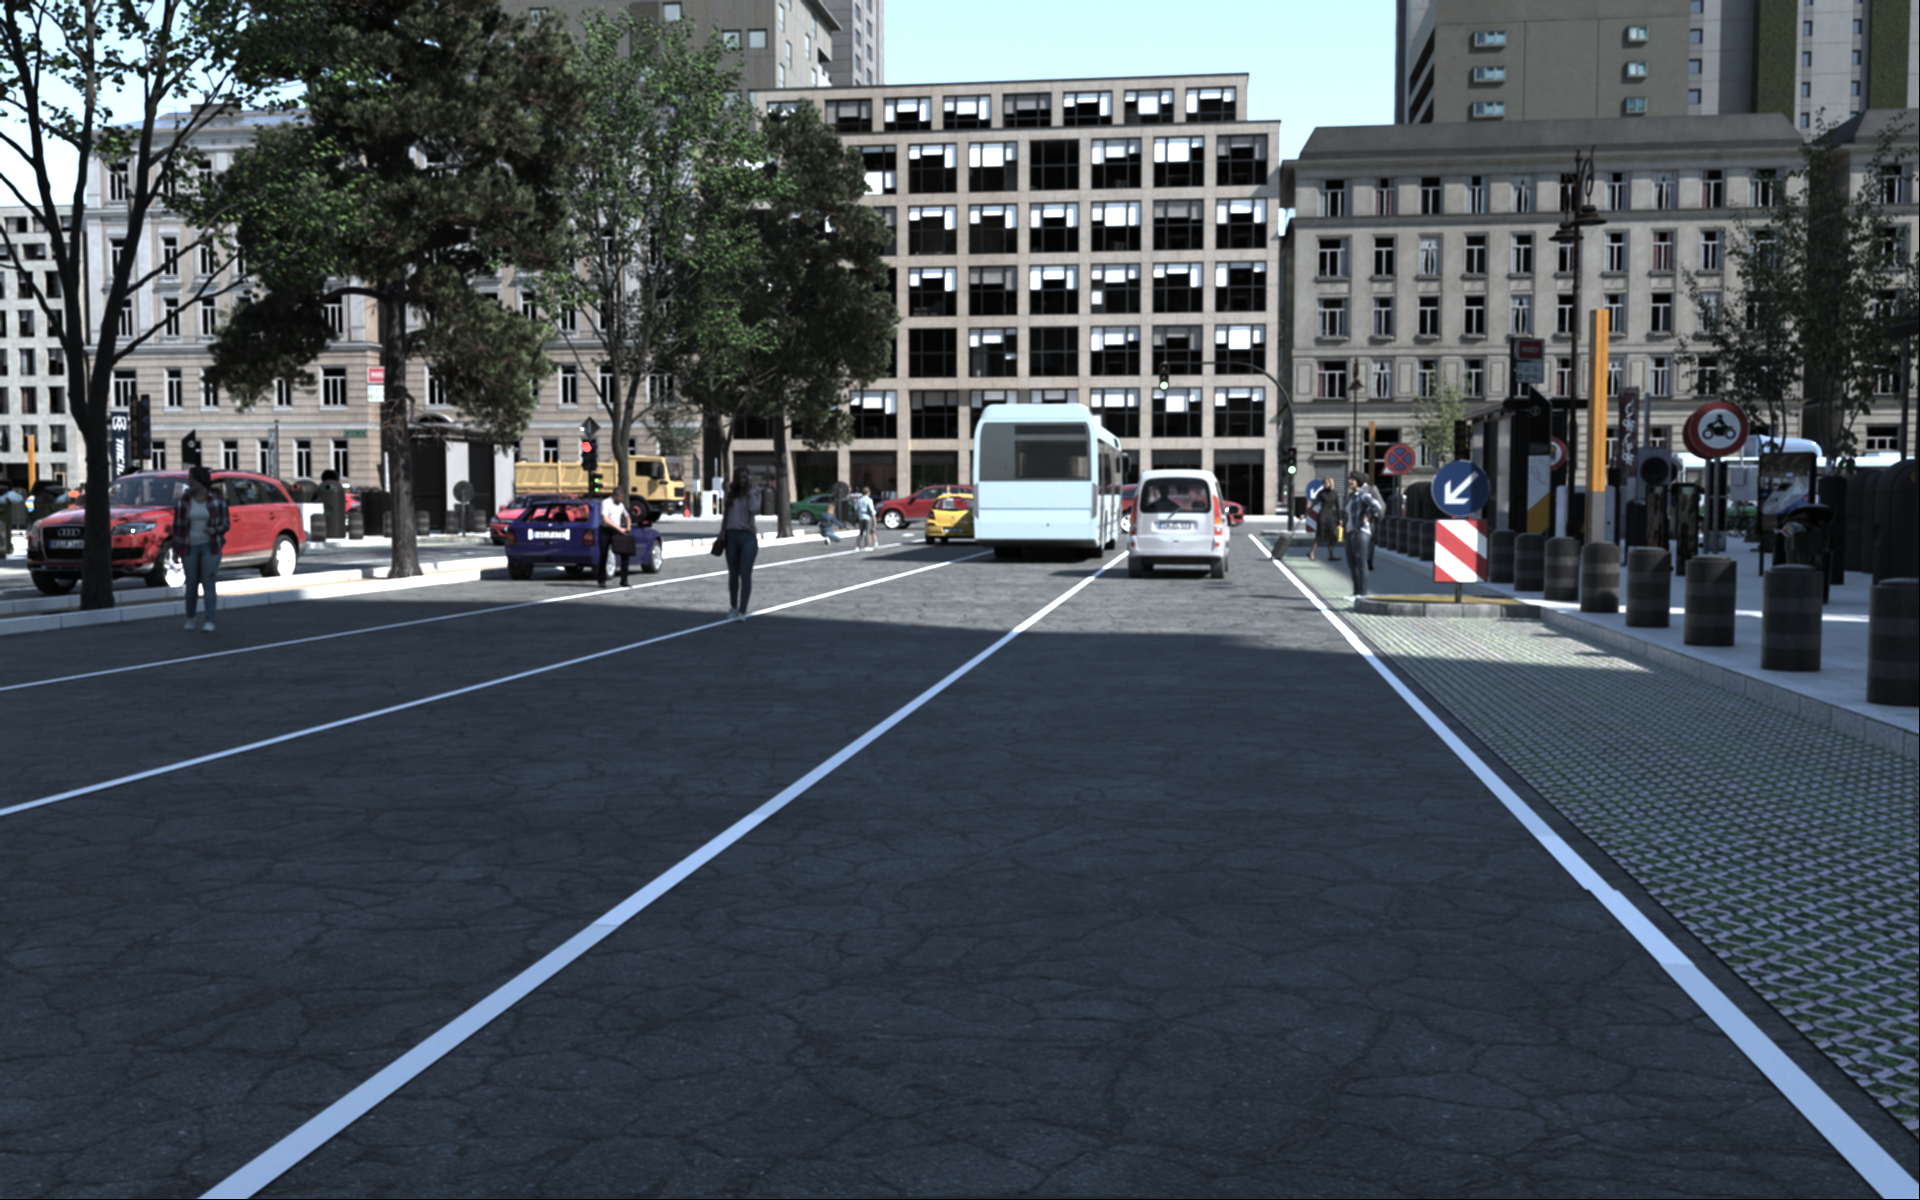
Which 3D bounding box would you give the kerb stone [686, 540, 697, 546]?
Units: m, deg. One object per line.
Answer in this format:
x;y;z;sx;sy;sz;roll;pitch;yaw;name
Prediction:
-7.514;-1.561;47.719;0.120;0.150;1.000;1;4;8;kerb stone

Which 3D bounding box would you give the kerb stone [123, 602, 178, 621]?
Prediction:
-9.396;0.137;19.952;0.120;0.150;1.000;1;4;8;kerb stone

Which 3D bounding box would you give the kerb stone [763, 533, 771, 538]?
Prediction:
-6.354;-2.056;55.860;0.120;0.150;1.000;1;4;8;kerb stone

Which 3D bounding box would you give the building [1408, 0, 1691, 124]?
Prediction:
53.293;-32.804;160.048;21.300;48.544;21.600;1;4;8;building

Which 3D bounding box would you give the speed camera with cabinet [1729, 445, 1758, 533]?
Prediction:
26.199;-3.797;56.418;0.660;3.252;2.038;-3;4;-37;speed camera with cabinet

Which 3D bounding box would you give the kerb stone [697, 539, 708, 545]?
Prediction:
-7.376;-1.621;48.736;0.120;0.150;1.000;1;4;8;kerb stone

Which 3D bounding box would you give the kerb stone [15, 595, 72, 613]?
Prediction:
-11.318;0.059;21.269;0.120;0.150;1.000;1;4;8;kerb stone

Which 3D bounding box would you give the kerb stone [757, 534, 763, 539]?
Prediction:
-6.495;-1.997;54.840;0.120;0.150;1.000;1;4;8;kerb stone

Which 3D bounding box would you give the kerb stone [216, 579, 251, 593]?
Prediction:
-10.741;-0.188;25.343;0.120;0.150;1.000;1;4;8;kerb stone

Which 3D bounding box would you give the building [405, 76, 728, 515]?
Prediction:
-24.971;-20.098;114.506;20.117;28.700;13.634;1;4;8;building

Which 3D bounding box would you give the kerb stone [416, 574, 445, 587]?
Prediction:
-8.371;-0.299;27.076;0.120;0.150;1.000;1;4;8;kerb stone

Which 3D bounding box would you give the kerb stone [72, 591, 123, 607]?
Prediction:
-11.175;-0.006;22.288;0.120;0.150;1.000;1;4;8;kerb stone

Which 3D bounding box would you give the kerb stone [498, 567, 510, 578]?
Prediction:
-7.924;-0.485;30.129;0.120;0.150;1.000;1;4;8;kerb stone

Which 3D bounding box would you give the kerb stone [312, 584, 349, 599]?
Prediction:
-8.810;-0.112;24.029;0.120;0.150;1.000;1;4;8;kerb stone

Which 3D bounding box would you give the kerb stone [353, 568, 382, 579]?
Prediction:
-10.150;-0.441;29.407;0.120;0.150;1.000;1;4;8;kerb stone

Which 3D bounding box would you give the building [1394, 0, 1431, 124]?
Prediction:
56.817;-39.288;184.353;21.231;58.520;28.212;1;4;8;building

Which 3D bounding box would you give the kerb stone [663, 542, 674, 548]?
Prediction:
-7.812;-1.437;45.685;0.120;0.150;1.000;1;4;8;kerb stone

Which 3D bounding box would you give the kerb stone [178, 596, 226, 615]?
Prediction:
-9.252;0.077;20.970;0.120;0.150;1.000;1;4;8;kerb stone

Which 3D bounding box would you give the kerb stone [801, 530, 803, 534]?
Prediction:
-5.615;-2.371;60.959;0.120;0.150;1.000;1;4;8;kerb stone

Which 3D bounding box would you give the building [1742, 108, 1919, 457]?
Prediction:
64.918;-16.469;102.554;30.059;22.955;16.112;1;4;8;building

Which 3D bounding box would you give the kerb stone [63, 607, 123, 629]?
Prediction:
-9.543;0.200;18.937;0.120;0.150;1.000;1;4;8;kerb stone

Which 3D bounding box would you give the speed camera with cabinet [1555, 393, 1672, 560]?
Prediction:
12.737;-2.411;33.755;2.038;3.252;0.660;0;4;1;speed camera with cabinet

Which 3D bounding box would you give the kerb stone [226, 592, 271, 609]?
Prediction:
-9.102;0.013;21.985;0.120;0.150;1.000;1;4;8;kerb stone

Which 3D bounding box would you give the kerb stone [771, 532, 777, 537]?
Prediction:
-6.197;-2.121;56.880;0.120;0.150;1.000;1;4;8;kerb stone

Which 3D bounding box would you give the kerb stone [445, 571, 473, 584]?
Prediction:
-8.218;-0.358;28.098;0.120;0.150;1.000;1;4;8;kerb stone

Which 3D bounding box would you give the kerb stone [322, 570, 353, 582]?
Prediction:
-10.300;-0.379;28.392;0.120;0.150;1.000;1;4;8;kerb stone

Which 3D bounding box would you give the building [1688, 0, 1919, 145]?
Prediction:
83.059;-39.241;183.583;28.212;58.520;21.231;1;4;8;building

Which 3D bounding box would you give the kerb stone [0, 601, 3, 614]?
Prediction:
-11.469;0.119;20.246;0.120;0.150;1.000;1;4;8;kerb stone

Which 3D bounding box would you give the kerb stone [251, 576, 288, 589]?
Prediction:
-10.595;-0.253;26.361;0.120;0.150;1.000;1;4;8;kerb stone

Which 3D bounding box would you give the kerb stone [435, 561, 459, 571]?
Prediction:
-9.718;-0.624;32.455;0.120;0.150;1.000;1;4;8;kerb stone

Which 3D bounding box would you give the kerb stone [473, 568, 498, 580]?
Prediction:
-8.076;-0.423;29.114;0.120;0.150;1.000;1;4;8;kerb stone

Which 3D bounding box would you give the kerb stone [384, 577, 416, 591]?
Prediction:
-8.513;-0.231;26.060;0.120;0.150;1.000;1;4;8;kerb stone

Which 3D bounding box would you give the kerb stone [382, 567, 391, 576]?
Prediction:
-10.010;-0.503;30.424;0.120;0.150;1.000;1;4;8;kerb stone

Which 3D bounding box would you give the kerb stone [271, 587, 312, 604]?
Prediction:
-8.954;-0.050;23.009;0.120;0.150;1.000;1;4;8;kerb stone

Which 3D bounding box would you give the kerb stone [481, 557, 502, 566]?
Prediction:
-9.427;-0.750;34.486;0.120;0.150;1.000;1;4;8;kerb stone

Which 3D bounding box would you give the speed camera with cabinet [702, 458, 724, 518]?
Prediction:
-13.443;-6.139;94.701;0.660;3.252;2.038;1;4;16;speed camera with cabinet

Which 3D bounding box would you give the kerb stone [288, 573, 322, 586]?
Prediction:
-10.441;-0.317;27.376;0.120;0.150;1.000;1;4;8;kerb stone

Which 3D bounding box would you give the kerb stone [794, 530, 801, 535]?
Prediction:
-5.766;-2.303;59.945;0.120;0.150;1.000;1;4;8;kerb stone

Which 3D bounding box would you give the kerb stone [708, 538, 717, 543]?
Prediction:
-7.226;-1.682;49.755;0.120;0.150;1.000;1;4;8;kerb stone

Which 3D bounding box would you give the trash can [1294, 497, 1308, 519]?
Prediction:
18.961;-5.195;96.584;0.748;1.137;0.748;0;3;0;trash can

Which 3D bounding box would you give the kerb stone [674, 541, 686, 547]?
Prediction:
-7.669;-1.497;46.705;0.120;0.150;1.000;1;4;8;kerb stone

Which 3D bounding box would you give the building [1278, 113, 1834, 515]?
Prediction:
34.738;-16.745;107.062;30.059;22.955;16.112;1;4;8;building

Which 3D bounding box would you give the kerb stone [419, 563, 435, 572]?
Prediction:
-9.860;-0.564;31.439;0.120;0.150;1.000;1;4;8;kerb stone

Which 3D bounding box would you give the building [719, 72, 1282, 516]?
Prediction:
3.347;-18.941;114.206;34.151;26.468;19.350;1;4;8;building

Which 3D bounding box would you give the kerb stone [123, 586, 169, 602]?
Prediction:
-11.029;-0.068;23.304;0.120;0.150;1.000;1;4;8;kerb stone

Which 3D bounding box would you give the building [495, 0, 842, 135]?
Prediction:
-28.174;-35.709;173.074;28.713;52.752;27.495;1;4;8;building

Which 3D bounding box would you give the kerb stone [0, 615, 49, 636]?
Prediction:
-9.689;0.262;17.919;0.120;0.150;1.000;1;4;8;kerb stone

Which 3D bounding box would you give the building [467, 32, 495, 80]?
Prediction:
-44.589;-40.364;201.955;28.212;58.520;21.231;1;4;8;building

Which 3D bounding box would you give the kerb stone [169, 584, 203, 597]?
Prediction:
-10.887;-0.130;24.327;0.120;0.150;1.000;1;4;8;kerb stone

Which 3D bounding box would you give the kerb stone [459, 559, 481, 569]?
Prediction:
-9.565;-0.690;33.470;0.120;0.150;1.000;1;4;8;kerb stone

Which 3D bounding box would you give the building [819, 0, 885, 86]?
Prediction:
-20.196;-46.572;199.702;20.611;71.187;20.563;1;4;8;building

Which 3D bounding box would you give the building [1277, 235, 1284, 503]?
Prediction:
55.065;-35.516;264.278;14.086;41.232;14.154;1;4;8;building

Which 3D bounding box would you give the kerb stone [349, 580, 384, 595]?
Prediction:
-8.666;-0.173;25.045;0.120;0.150;1.000;1;4;8;kerb stone

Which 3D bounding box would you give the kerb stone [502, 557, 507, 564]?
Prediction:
-9.274;-0.810;35.515;0.120;0.150;1.000;1;4;8;kerb stone
